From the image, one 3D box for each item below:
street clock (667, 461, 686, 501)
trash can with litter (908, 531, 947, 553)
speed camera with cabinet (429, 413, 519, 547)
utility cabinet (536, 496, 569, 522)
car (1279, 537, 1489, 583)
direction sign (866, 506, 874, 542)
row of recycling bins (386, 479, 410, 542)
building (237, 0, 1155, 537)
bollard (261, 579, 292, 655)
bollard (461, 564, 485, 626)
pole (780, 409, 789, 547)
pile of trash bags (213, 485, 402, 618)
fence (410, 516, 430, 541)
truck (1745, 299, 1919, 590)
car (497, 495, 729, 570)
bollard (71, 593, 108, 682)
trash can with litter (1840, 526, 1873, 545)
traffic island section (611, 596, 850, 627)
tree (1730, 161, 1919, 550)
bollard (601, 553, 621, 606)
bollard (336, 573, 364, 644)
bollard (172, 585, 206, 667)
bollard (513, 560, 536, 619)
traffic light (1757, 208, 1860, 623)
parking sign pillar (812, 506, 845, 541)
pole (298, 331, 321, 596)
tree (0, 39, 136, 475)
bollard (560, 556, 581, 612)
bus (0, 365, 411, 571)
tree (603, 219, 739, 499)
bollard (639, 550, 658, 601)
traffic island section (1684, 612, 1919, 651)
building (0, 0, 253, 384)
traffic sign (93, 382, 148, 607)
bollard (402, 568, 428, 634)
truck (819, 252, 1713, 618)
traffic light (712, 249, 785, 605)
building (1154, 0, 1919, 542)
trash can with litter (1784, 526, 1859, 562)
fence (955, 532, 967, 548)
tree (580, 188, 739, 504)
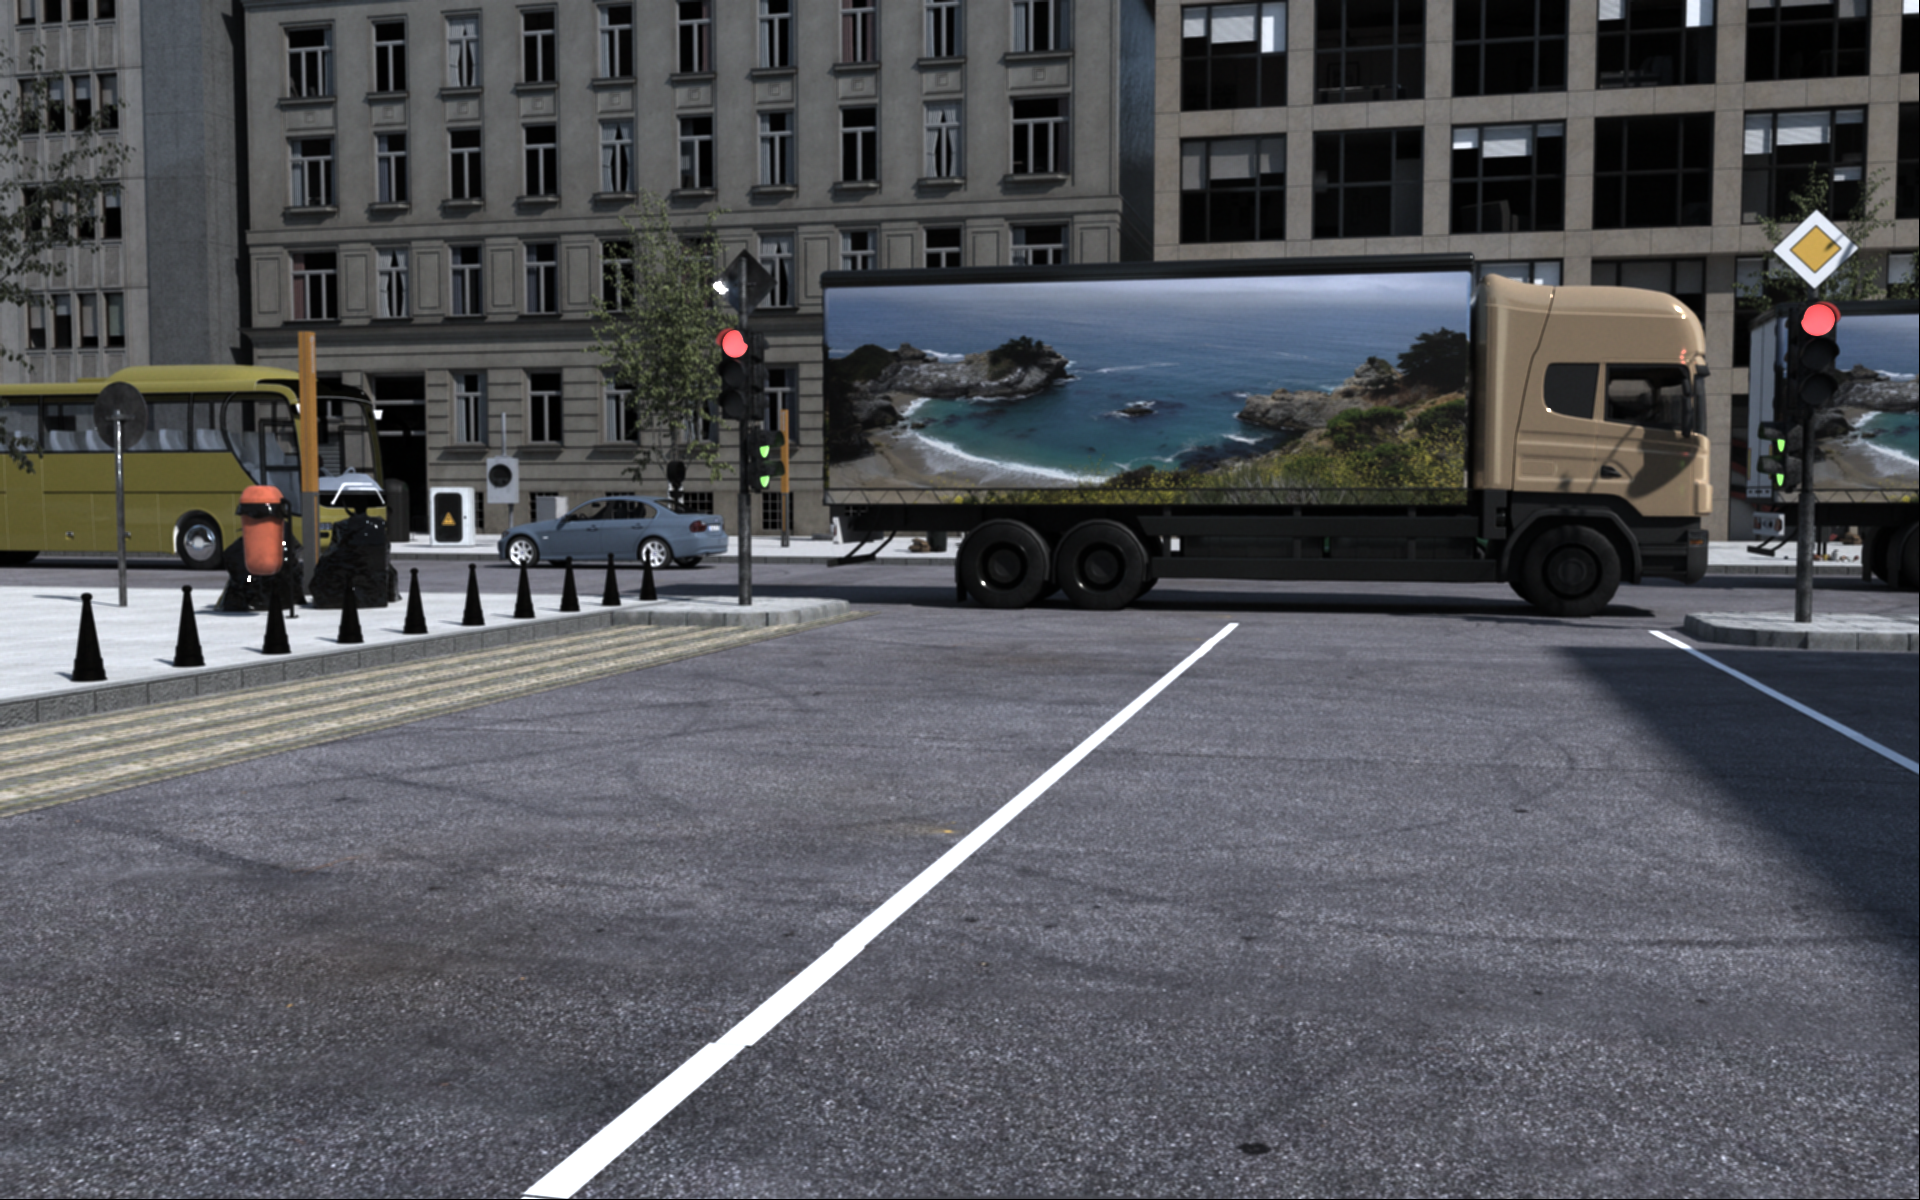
[{"bbox_3d":[-6.212,-2.042,37.955,0.358,2.002,0.471,1,4,19],"label":"street clock"},{"bbox_3d":[-0.627,-1.638,38.167,0.624,1.170,1.055,3,4,38],"label":"trash can with litter"},{"bbox_3d":[-11.762,-2.910,41.922,2.038,3.252,0.660,0,4,-3],"label":"speed camera with cabinet"},{"bbox_3d":[-12.477,-2.562,53.044,1.020,1.237,0.306,1,4,22],"label":"utility cabinet"},{"bbox_3d":[7.029,-1.054,29.031,4.920,1.459,2.131,1,4,14],"label":"car"},{"bbox_3d":[-2.477,-3.305,46.037,0.379,3.537,0.876,-1,4,-16],"label":"direction sign"},{"bbox_3d":[-15.703,-2.315,44.960,1.069,1.692,3.534,1,4,22],"label":"row of recycling bins"},{"bbox_3d":[-7.585,-13.858,59.869,30.059,22.955,16.112,1,4,14],"label":"building"},{"bbox_3d":[-5.508,0.129,13.935,0.229,0.601,0.229,0,3,0],"label":"bollard"},{"bbox_3d":[-4.764,-0.055,16.937,0.229,0.601,0.229,0,3,0],"label":"bollard"},{"bbox_3d":[-4.230,-2.935,41.834,0.158,3.312,0.155,0,3,0],"label":"pole"},{"bbox_3d":[-7.372,-0.584,19.297,1.912,1.369,3.447,-1,4,-8],"label":"pile of trash bags"},{"bbox_3d":[-14.163,-1.951,47.268,2.069,0.683,0.278,2,4,24],"label":"fence"},{"bbox_3d":[17.651,-2.211,25.057,11.283,4.237,2.839,1,4,16],"label":"truck"},{"bbox_3d":[-6.778,-1.329,33.733,4.499,1.417,2.014,1,4,14],"label":"car"},{"bbox_3d":[-6.005,0.252,11.924,0.229,0.601,0.229,0,3,0],"label":"bollard"},{"bbox_3d":[22.782,-1.974,43.669,1.055,1.170,0.624,-2,4,-24],"label":"trash can with litter"},{"bbox_3d":[-2.503,0.137,20.038,2.009,0.180,2.903,1,4,14],"label":"traffic island section"},{"bbox_3d":[19.700,-5.428,39.109,4.737,8.622,4.395,0,3,0],"label":"tree"},{"bbox_3d":[-4.018,-0.239,19.943,0.229,0.601,0.229,0,3,0],"label":"bollard"},{"bbox_3d":[-5.263,0.068,14.932,0.229,0.601,0.229,0,3,0],"label":"bollard"},{"bbox_3d":[-5.760,0.191,12.921,0.229,0.601,0.229,0,3,0],"label":"bollard"},{"bbox_3d":[-4.516,-0.116,17.933,0.229,0.601,0.229,0,3,0],"label":"bollard"},{"bbox_3d":[8.421,-1.731,17.222,0.839,4.253,0.868,1,4,14],"label":"traffic light"},{"bbox_3d":[-3.417,-3.654,48.219,1.447,3.967,1.447,0,4,-5],"label":"parking sign pillar"},{"bbox_3d":[-8.208,-1.713,21.856,0.158,3.312,0.155,0,3,0],"label":"pole"},{"bbox_3d":[-12.483,-4.301,20.679,4.360,8.622,3.978,0,3,0],"label":"tree"},{"bbox_3d":[-4.271,-0.178,18.944,0.229,0.601,0.229,0,3,0],"label":"bollard"},{"bbox_3d":[-17.050,-2.606,34.148,12.252,3.916,2.896,1,4,14],"label":"bus"},{"bbox_3d":[-7.871,-5.925,47.243,4.360,8.622,3.978,0,3,0],"label":"tree"},{"bbox_3d":[-3.773,-0.300,20.940,0.229,0.601,0.229,0,3,0],"label":"bollard"},{"bbox_3d":[8.457,0.303,17.326,2.009,0.180,2.903,1,4,14],"label":"traffic island section"},{"bbox_3d":[-32.382,-15.025,63.675,19.932,24.808,12.078,1,4,14],"label":"building"},{"bbox_3d":[-9.544,-1.197,19.677,0.768,2.556,0.104,1,4,19],"label":"traffic sign"},{"bbox_3d":[-5.016,0.007,15.933,0.229,0.601,0.229,0,3,0],"label":"bollard"},{"bbox_3d":[3.985,-2.010,21.773,11.283,4.237,2.839,1,4,12],"label":"truck"},{"bbox_3d":[-2.466,-1.894,19.894,0.839,4.253,0.868,1,4,14],"label":"traffic light"},{"bbox_3d":[24.330,-15.277,54.291,34.151,26.468,19.350,1,4,14],"label":"building"},{"bbox_3d":[17.033,-1.391,33.802,1.678,1.210,2.233,3,4,37],"label":"trash can with litter"},{"bbox_3d":[0.140,-1.924,42.653,0.480,1.192,2.264,0,4,-1],"label":"fence"},{"bbox_3d":[-6.830,-5.579,41.576,4.737,8.622,4.395,0,3,0],"label":"tree"}]
